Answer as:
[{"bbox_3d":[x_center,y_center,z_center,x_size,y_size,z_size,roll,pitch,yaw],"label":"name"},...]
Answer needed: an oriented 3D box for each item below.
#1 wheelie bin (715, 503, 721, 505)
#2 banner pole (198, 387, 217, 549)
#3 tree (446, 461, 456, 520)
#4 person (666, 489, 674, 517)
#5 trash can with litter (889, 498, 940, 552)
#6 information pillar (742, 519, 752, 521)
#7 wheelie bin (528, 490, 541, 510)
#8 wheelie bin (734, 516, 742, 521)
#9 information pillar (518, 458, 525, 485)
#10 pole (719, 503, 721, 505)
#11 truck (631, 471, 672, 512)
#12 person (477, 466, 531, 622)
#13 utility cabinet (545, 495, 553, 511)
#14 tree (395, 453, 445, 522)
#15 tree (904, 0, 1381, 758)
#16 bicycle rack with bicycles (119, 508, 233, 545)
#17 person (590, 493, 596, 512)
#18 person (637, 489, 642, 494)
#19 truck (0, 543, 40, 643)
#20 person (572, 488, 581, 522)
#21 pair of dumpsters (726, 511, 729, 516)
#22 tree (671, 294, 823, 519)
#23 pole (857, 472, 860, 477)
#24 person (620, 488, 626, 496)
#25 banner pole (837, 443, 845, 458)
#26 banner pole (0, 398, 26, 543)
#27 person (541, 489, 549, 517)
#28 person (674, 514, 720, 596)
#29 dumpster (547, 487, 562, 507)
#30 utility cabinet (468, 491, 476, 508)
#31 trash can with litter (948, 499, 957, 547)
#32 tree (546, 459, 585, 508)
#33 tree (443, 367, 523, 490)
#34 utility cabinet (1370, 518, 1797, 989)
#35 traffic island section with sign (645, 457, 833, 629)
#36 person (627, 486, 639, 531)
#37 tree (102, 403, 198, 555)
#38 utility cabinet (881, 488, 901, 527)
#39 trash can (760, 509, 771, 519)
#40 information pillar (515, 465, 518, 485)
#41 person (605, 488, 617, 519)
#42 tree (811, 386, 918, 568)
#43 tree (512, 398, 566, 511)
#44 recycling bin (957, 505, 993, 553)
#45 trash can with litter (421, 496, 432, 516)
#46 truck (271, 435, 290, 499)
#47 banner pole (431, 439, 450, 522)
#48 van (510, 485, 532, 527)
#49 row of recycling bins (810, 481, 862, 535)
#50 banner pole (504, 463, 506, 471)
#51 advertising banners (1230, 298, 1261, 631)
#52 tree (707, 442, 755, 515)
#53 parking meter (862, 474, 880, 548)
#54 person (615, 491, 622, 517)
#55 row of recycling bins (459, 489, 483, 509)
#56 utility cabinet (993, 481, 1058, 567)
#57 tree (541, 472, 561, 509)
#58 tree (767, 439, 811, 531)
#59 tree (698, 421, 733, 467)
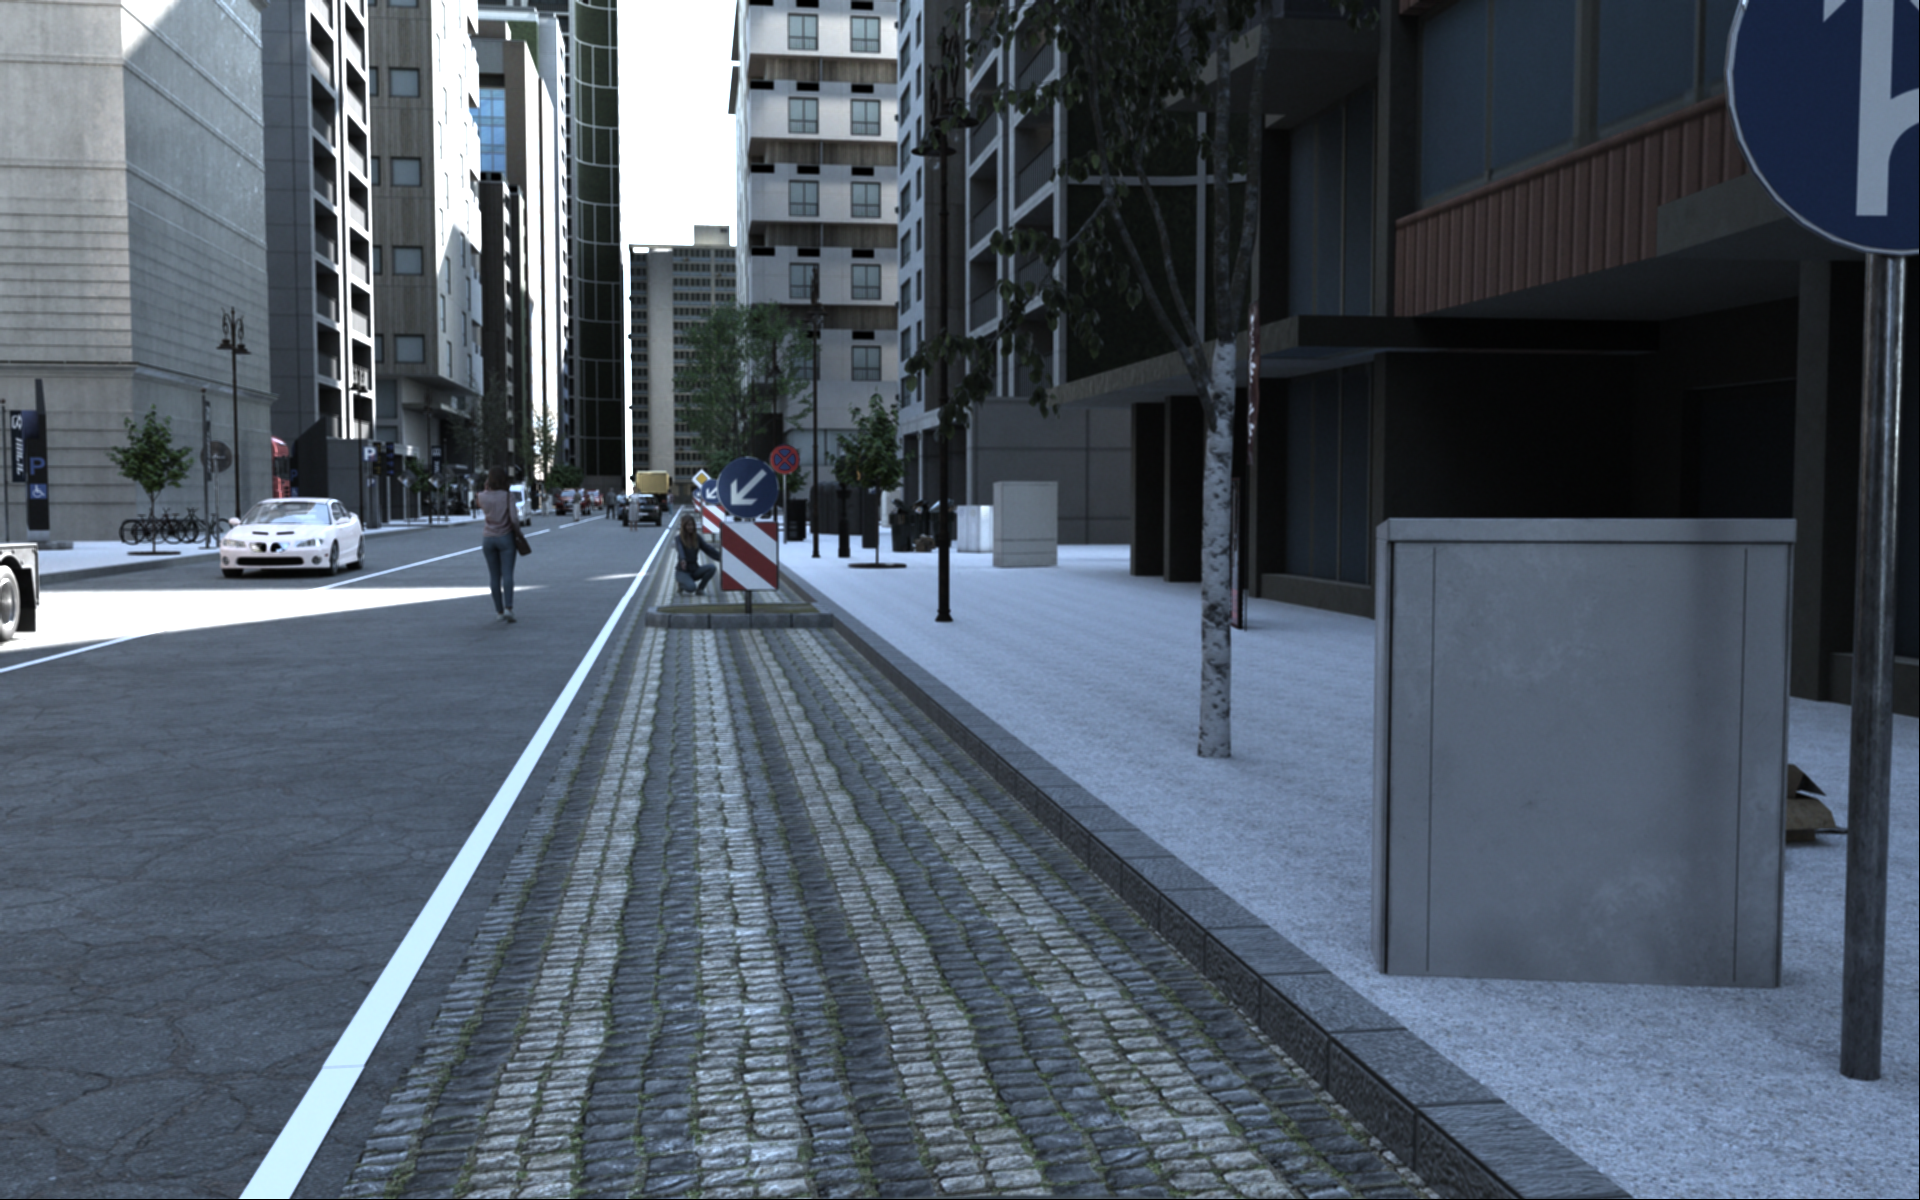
[{"bbox_3d":[-20.022,-8.272,143.150,0.693,1.594,0.980,1,4,16],"label":"wheelie bin"},{"bbox_3d":[-17.716,-3.105,40.788,0.401,3.779,0.863,-1,4,-11],"label":"banner pole"},{"bbox_3d":[-25.736,-5.582,85.875,1.663,3.219,1.824,0,3,0],"label":"tree"},{"bbox_3d":[-18.266,-6.107,109.186,0.563,1.720,0.643,2,4,31],"label":"person"},{"bbox_3d":[-1.044,-1.654,38.429,1.055,1.170,0.624,2,4,24],"label":"trash can with litter"},{"bbox_3d":[-8.269,-3.836,67.206,0.304,2.012,0.304,3,4,38],"label":"information pillar"},{"bbox_3d":[-34.414,-8.095,140.267,0.980,1.594,0.693,0,4,-6],"label":"wheelie bin"},{"bbox_3d":[-9.861,-4.299,78.191,0.980,1.594,0.693,0,4,-6],"label":"wheelie bin"},{"bbox_3d":[-28.458,-7.435,112.921,0.183,3.616,0.504,0,4,5],"label":"information pillar"},{"bbox_3d":[-18.770,-8.647,135.220,0.158,3.312,0.155,0,3,0],"label":"pole"},{"bbox_3d":[-25.791,-9.128,145.161,3.469,3.379,9.791,-1,4,-11],"label":"truck"},{"bbox_3d":[-5.159,-0.637,19.508,0.593,1.750,0.643,0,4,3],"label":"person"},{"bbox_3d":[-32.104,-7.570,134.927,0.306,1.237,1.020,1,4,14],"label":"utility cabinet"},{"bbox_3d":[-25.388,-5.290,81.089,1.663,3.219,1.824,0,3,0],"label":"tree"},{"bbox_3d":[1.086,-3.550,8.402,4.360,8.622,3.978,0,3,0],"label":"tree"},{"bbox_3d":[-20.604,-1.956,45.359,2.925,0.926,2.852,-2,4,-34],"label":"bicycle rack with bicycles"},{"bbox_3d":[-30.148,-8.015,142.137,0.523,1.515,0.503,1,4,14],"label":"person"},{"bbox_3d":[-24.642,-7.618,133.169,0.853,1.813,0.709,-3,5,-40],"label":"person"},{"bbox_3d":[-8.712,-1.102,7.779,2.967,4.110,18.799,-1,4,-10],"label":"truck"},{"bbox_3d":[-19.837,-4.926,89.589,0.362,1.759,0.519,2,4,31],"label":"person"},{"bbox_3d":[-13.527,-6.175,103.447,1.574,2.255,4.437,-1,4,-9],"label":"pair of dumpsters"},{"bbox_3d":[-11.080,-9.988,89.064,9.928,11.665,9.643,0,3,0],"label":"tree"},{"bbox_3d":[-4.669,-5.254,79.751,0.158,3.312,0.155,0,3,0],"label":"pole"},{"bbox_3d":[-21.836,-6.358,112.627,0.473,1.802,0.592,1,4,23],"label":"person"},{"bbox_3d":[-5.312,-5.338,77.292,0.401,3.779,0.863,-2,4,-34],"label":"banner pole"},{"bbox_3d":[-24.842,-3.394,45.516,0.863,3.779,0.401,-1,4,-14],"label":"banner pole"},{"bbox_3d":[-26.446,-6.189,110.236,0.519,1.759,0.362,0,4,7],"label":"person"},{"bbox_3d":[-3.638,-0.629,24.286,1.012,1.151,0.738,-3,4,-39],"label":"person"},{"bbox_3d":[-34.394,-8.647,147.141,1.264,1.857,1.865,-1,4,-9],"label":"dumpster"},{"bbox_3d":[-40.687,-8.272,143.931,1.173,1.500,0.318,3,4,36],"label":"utility cabinet"},{"bbox_3d":[-0.558,-1.847,41.586,0.624,1.170,1.055,3,5,42],"label":"trash can with litter"},{"bbox_3d":[-38.743,-11.484,171.481,4.285,4.588,4.351,0,3,0],"label":"tree"},{"bbox_3d":[-27.317,-9.112,99.337,4.360,8.622,3.978,0,3,0],"label":"tree"},{"bbox_3d":[1.646,0.398,4.662,1.020,1.237,0.306,0,4,8],"label":"utility cabinet"},{"bbox_3d":[-2.478,-0.647,19.205,1.989,1.847,2.006,-1,4,-9],"label":"traffic island section with sign"},{"bbox_3d":[-12.777,-3.593,67.816,0.480,1.755,0.524,-1,4,-23],"label":"person"},{"bbox_3d":[-16.999,-2.577,36.739,1.663,3.219,1.824,0,3,0],"label":"tree"},{"bbox_3d":[-2.473,-3.509,66.043,0.318,1.500,1.173,3,5,43],"label":"utility cabinet"},{"bbox_3d":[-10.178,-4.823,90.513,0.748,1.137,0.748,0,3,0],"label":"trash can"},{"bbox_3d":[-35.669,-9.084,139.878,0.504,3.616,0.183,0,4,7],"label":"information pillar"},{"bbox_3d":[-20.225,-5.587,100.253,0.661,1.777,0.834,-3,4,-39],"label":"person"},{"bbox_3d":[-1.367,-2.190,30.405,1.663,3.219,1.824,0,3,0],"label":"tree"},{"bbox_3d":[-32.115,-11.155,132.746,4.737,8.622,4.395,0,3,0],"label":"tree"},{"bbox_3d":[0.421,-1.563,38.115,0.722,1.027,0.722,-3,5,-44],"label":"recycling bin"},{"bbox_3d":[-30.913,-5.393,99.559,1.055,1.170,0.624,1,4,10],"label":"trash can with litter"},{"bbox_3d":[-31.638,-4.843,68.104,11.283,4.237,2.839,-1,4,-9],"label":"truck"},{"bbox_3d":[-23.679,-5.439,78.946,0.863,3.779,0.401,0,3,0],"label":"banner pole"},{"bbox_3d":[-20.064,-4.286,77.086,2.013,2.044,4.112,-1,4,-9],"label":"van"},{"bbox_3d":[-3.859,-2.960,55.516,1.069,1.692,3.534,-2,4,-28],"label":"row of recycling bins"},{"bbox_3d":[-36.351,-9.085,138.549,0.401,3.779,0.863,-1,4,-19],"label":"banner pole"},{"bbox_3d":[2.661,-1.248,16.597,0.090,3.025,2.074,0,3,0],"label":"advertising banners"},{"bbox_3d":[-14.256,-7.651,108.815,4.285,4.588,4.351,0,3,0],"label":"tree"},{"bbox_3d":[-2.107,-2.160,41.035,0.399,1.863,0.255,-1,4,-17],"label":"parking meter"},{"bbox_3d":[-21.165,-5.951,107.607,0.589,1.601,0.330,-3,4,-37],"label":"person"},{"bbox_3d":[-42.113,-8.541,146.755,3.534,1.692,1.069,0,4,-3],"label":"row of recycling bins"},{"bbox_3d":[1.144,-1.332,30.460,1.173,1.500,0.318,-2,4,-32],"label":"utility cabinet"},{"bbox_3d":[-35.802,-9.555,150.826,1.663,3.219,1.824,0,3,0],"label":"tree"},{"bbox_3d":[-5.908,-4.043,60.700,1.663,3.219,1.824,0,3,0],"label":"tree"},{"bbox_3d":[-22.964,-13.198,166.141,4.737,8.622,4.395,0,3,0],"label":"tree"}]
